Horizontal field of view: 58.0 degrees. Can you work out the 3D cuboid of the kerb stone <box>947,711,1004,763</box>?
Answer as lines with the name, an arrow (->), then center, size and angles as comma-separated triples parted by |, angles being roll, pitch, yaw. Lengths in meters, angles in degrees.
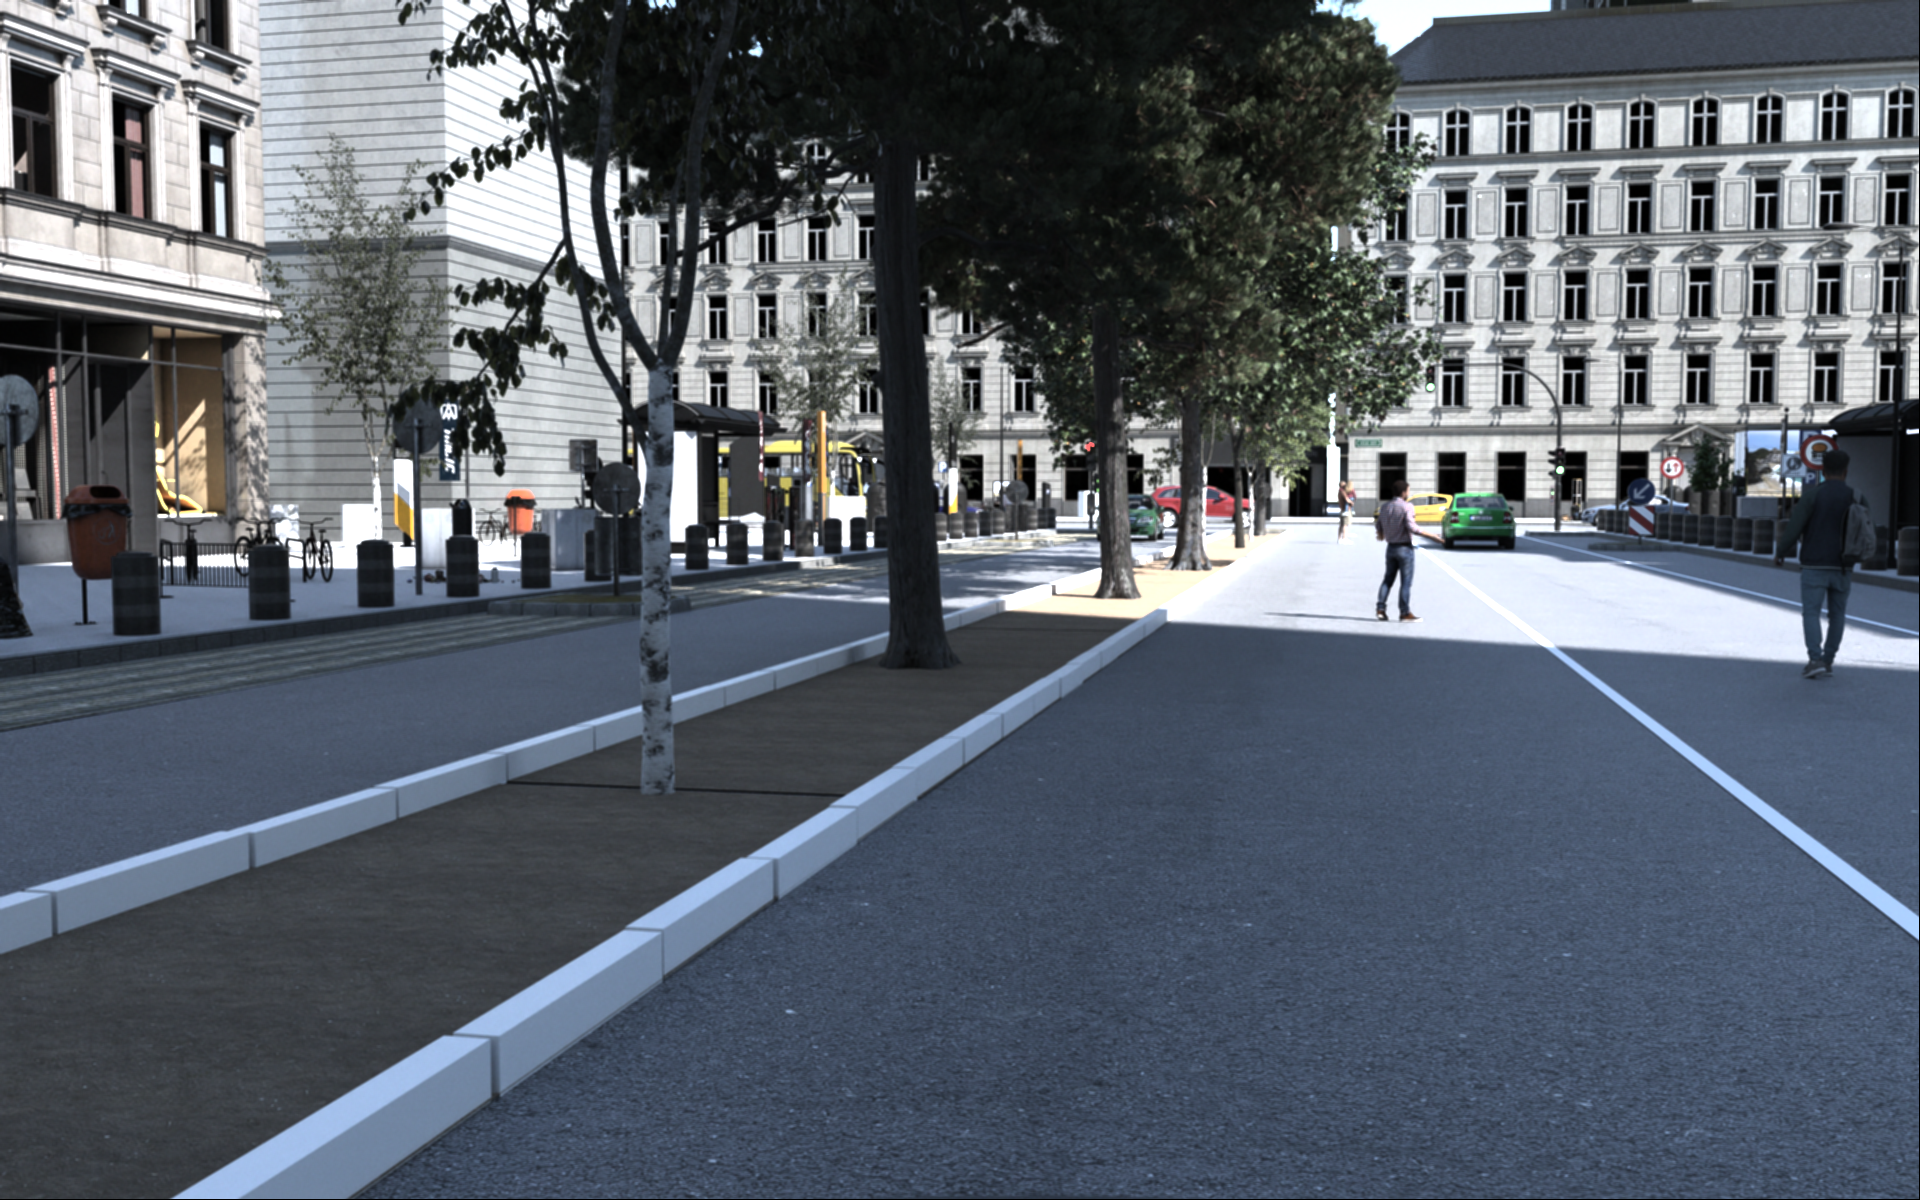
kerb stone -> 0.076, 0.769, 9.624 | 0.120, 0.150, 1.000 | 1, 4, 13

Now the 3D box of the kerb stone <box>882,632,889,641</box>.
kerb stone -> -0.619, 0.373, 16.099 | 0.120, 0.150, 1.000 | 1, 4, 13

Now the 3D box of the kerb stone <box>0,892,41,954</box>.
kerb stone -> -3.086, 1.046, 5.091 | 0.120, 0.150, 1.000 | 1, 4, 13

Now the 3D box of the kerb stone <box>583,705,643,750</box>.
kerb stone -> -1.970, 0.740, 10.103 | 0.120, 0.150, 1.000 | 1, 4, 13

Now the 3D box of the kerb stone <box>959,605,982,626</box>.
kerb stone -> 0.058, 0.189, 19.105 | 0.120, 0.150, 1.000 | 1, 4, 13

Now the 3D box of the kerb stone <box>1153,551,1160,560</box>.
kerb stone -> 4.116, -0.916, 37.168 | 0.120, 0.150, 1.000 | 1, 4, 13

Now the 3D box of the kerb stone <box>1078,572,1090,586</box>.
kerb stone -> 1.859, -0.302, 27.138 | 0.120, 0.150, 1.000 | 1, 4, 13

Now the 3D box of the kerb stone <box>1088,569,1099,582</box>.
kerb stone -> 2.085, -0.363, 28.137 | 0.120, 0.150, 1.000 | 1, 4, 13

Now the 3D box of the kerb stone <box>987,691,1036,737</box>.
kerb stone -> 0.305, 0.707, 10.629 | 0.120, 0.150, 1.000 | 1, 4, 13

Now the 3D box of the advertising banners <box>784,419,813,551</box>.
advertising banners -> -3.811, -2.662, 39.717 | 0.090, 3.025, 2.074 | 1, 4, 21

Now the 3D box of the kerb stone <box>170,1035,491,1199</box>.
kerb stone -> -1.273, 1.137, 3.607 | 0.120, 0.150, 1.000 | 1, 4, 13

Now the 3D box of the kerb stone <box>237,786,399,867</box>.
kerb stone -> -2.631, 0.930, 7.095 | 0.120, 0.150, 1.000 | 1, 4, 13

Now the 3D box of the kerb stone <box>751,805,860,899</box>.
kerb stone -> -0.589, 0.957, 6.618 | 0.120, 0.150, 1.000 | 1, 4, 13

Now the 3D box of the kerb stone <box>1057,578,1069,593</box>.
kerb stone -> 1.409, -0.176, 25.131 | 0.120, 0.150, 1.000 | 1, 4, 13

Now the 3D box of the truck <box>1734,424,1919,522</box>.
truck -> 37.672, -4.980, 70.329 | 11.283, 4.237, 2.839 | 1, 4, 14

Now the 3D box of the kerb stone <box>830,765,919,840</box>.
kerb stone -> -0.370, 0.892, 7.618 | 0.120, 0.150, 1.000 | 1, 4, 13

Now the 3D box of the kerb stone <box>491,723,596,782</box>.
kerb stone -> -2.194, 0.803, 9.101 | 0.120, 0.150, 1.000 | 1, 4, 13

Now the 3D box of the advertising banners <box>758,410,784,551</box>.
advertising banners -> -4.094, -2.498, 37.033 | 0.090, 3.025, 2.074 | 0, 4, 6

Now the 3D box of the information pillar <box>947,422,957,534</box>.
information pillar -> -0.236, -3.971, 56.285 | 0.183, 3.616, 0.504 | 1, 4, 23

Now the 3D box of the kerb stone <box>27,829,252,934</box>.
kerb stone -> -2.865, 0.985, 6.095 | 0.120, 0.150, 1.000 | 1, 4, 13

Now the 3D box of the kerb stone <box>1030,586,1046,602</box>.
kerb stone -> 0.963, -0.056, 23.127 | 0.120, 0.150, 1.000 | 1, 4, 13

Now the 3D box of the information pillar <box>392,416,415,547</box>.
information pillar -> -13.423, -3.083, 41.754 | 0.183, 3.616, 0.504 | 3, 4, 38

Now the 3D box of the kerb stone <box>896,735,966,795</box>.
kerb stone -> -0.152, 0.830, 8.625 | 0.120, 0.150, 1.000 | 1, 4, 13

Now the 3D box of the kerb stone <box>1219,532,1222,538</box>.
kerb stone -> 8.165, -2.019, 55.207 | 0.120, 0.150, 1.000 | 1, 4, 13

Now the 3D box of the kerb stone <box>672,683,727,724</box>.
kerb stone -> -1.742, 0.679, 11.102 | 0.120, 0.150, 1.000 | 1, 4, 13

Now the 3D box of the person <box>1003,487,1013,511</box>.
person -> 1.996, -3.514, 66.629 | 0.731, 1.740, 0.598 | -2, 4, -31

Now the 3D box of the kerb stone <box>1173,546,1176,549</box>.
kerb stone -> 5.015, -1.162, 41.186 | 0.120, 0.150, 1.000 | 1, 4, 13

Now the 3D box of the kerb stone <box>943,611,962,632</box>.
kerb stone -> -0.171, 0.252, 18.106 | 0.120, 0.150, 1.000 | 1, 4, 13

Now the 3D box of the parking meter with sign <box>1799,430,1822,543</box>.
parking meter with sign -> 22.699, -3.061, 46.305 | 0.543, 3.016, 1.738 | 2, 4, 26

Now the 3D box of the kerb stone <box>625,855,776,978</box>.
kerb stone -> -0.824, 1.014, 5.611 | 0.120, 0.150, 1.000 | 1, 4, 13

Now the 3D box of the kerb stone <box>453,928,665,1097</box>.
kerb stone -> -1.042, 1.078, 4.611 | 0.120, 0.150, 1.000 | 1, 4, 13

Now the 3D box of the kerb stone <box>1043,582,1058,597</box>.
kerb stone -> 1.182, -0.118, 24.128 | 0.120, 0.150, 1.000 | 1, 4, 13

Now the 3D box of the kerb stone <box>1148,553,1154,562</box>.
kerb stone -> 3.891, -0.855, 36.168 | 0.120, 0.150, 1.000 | 1, 4, 13

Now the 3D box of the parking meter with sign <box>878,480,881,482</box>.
parking meter with sign -> -4.412, -6.095, 95.910 | 1.738, 3.016, 0.543 | 1, 4, 21

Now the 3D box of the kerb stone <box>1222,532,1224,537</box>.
kerb stone -> 8.393, -2.079, 56.206 | 0.120, 0.150, 1.000 | 1, 4, 13

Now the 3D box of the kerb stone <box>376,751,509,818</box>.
kerb stone -> -2.413, 0.866, 8.101 | 0.120, 0.150, 1.000 | 1, 4, 13

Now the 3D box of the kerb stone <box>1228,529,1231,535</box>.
kerb stone -> 9.072, -2.264, 59.214 | 0.120, 0.150, 1.000 | 1, 4, 13

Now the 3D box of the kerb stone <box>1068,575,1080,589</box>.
kerb stone -> 1.632, -0.241, 26.137 | 0.120, 0.150, 1.000 | 1, 4, 13

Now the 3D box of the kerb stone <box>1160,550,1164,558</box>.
kerb stone -> 4.334, -0.977, 38.171 | 0.120, 0.150, 1.000 | 1, 4, 13

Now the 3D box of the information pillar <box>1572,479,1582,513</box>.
information pillar -> 30.357, -4.941, 85.270 | 0.304, 2.012, 0.304 | -2, 4, -31

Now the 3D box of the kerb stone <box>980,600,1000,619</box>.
kerb stone -> 0.274, 0.132, 20.121 | 0.120, 0.150, 1.000 | 1, 4, 13

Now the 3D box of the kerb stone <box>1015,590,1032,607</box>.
kerb stone -> 0.736, 0.005, 22.118 | 0.120, 0.150, 1.000 | 1, 4, 13

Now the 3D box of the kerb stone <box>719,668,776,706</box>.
kerb stone -> -1.520, 0.621, 12.102 | 0.120, 0.150, 1.000 | 1, 4, 13

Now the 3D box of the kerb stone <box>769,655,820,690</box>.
kerb stone -> -1.286, 0.556, 13.099 | 0.120, 0.150, 1.000 | 1, 4, 13

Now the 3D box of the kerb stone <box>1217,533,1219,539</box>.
kerb stone -> 7.938, -1.958, 54.208 | 0.120, 0.150, 1.000 | 1, 4, 13

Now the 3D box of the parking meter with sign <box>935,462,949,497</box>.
parking meter with sign -> -1.181, -5.949, 93.519 | 0.543, 3.016, 1.738 | 1, 4, 20

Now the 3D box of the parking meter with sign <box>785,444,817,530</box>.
parking meter with sign -> -5.534, -3.951, 60.863 | 1.738, 3.016, 0.543 | 2, 4, 33

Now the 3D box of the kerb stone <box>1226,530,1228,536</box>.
kerb stone -> 8.840, -2.203, 58.210 | 0.120, 0.150, 1.000 | 1, 4, 13

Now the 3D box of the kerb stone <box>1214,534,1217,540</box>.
kerb stone -> 7.708, -1.897, 53.210 | 0.120, 0.150, 1.000 | 1, 4, 13

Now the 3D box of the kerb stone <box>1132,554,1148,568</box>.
kerb stone -> 3.656, -0.793, 35.160 | 0.120, 0.150, 1.000 | 1, 4, 13

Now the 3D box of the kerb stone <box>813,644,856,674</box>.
kerb stone -> -1.066, 0.498, 14.100 | 0.120, 0.150, 1.000 | 1, 4, 13

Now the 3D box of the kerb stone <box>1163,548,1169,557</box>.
kerb stone -> 4.565, -1.037, 39.172 | 0.120, 0.150, 1.000 | 1, 4, 13

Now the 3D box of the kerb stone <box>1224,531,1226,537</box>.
kerb stone -> 8.610, -2.142, 57.212 | 0.120, 0.150, 1.000 | 1, 4, 13

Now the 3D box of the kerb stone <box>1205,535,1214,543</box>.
kerb stone -> 7.491, -1.835, 52.203 | 0.120, 0.150, 1.000 | 1, 4, 13

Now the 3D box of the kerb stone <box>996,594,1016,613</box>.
kerb stone -> 0.505, 0.066, 21.118 | 0.120, 0.150, 1.000 | 1, 4, 13

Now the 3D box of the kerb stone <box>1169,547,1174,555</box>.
kerb stone -> 4.785, -1.100, 40.174 | 0.120, 0.150, 1.000 | 1, 4, 13

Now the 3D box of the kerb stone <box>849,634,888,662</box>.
kerb stone -> -0.841, 0.434, 15.099 | 0.120, 0.150, 1.000 | 1, 4, 13

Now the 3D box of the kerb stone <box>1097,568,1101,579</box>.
kerb stone -> 2.309, -0.425, 29.140 | 0.120, 0.150, 1.000 | 1, 4, 13
